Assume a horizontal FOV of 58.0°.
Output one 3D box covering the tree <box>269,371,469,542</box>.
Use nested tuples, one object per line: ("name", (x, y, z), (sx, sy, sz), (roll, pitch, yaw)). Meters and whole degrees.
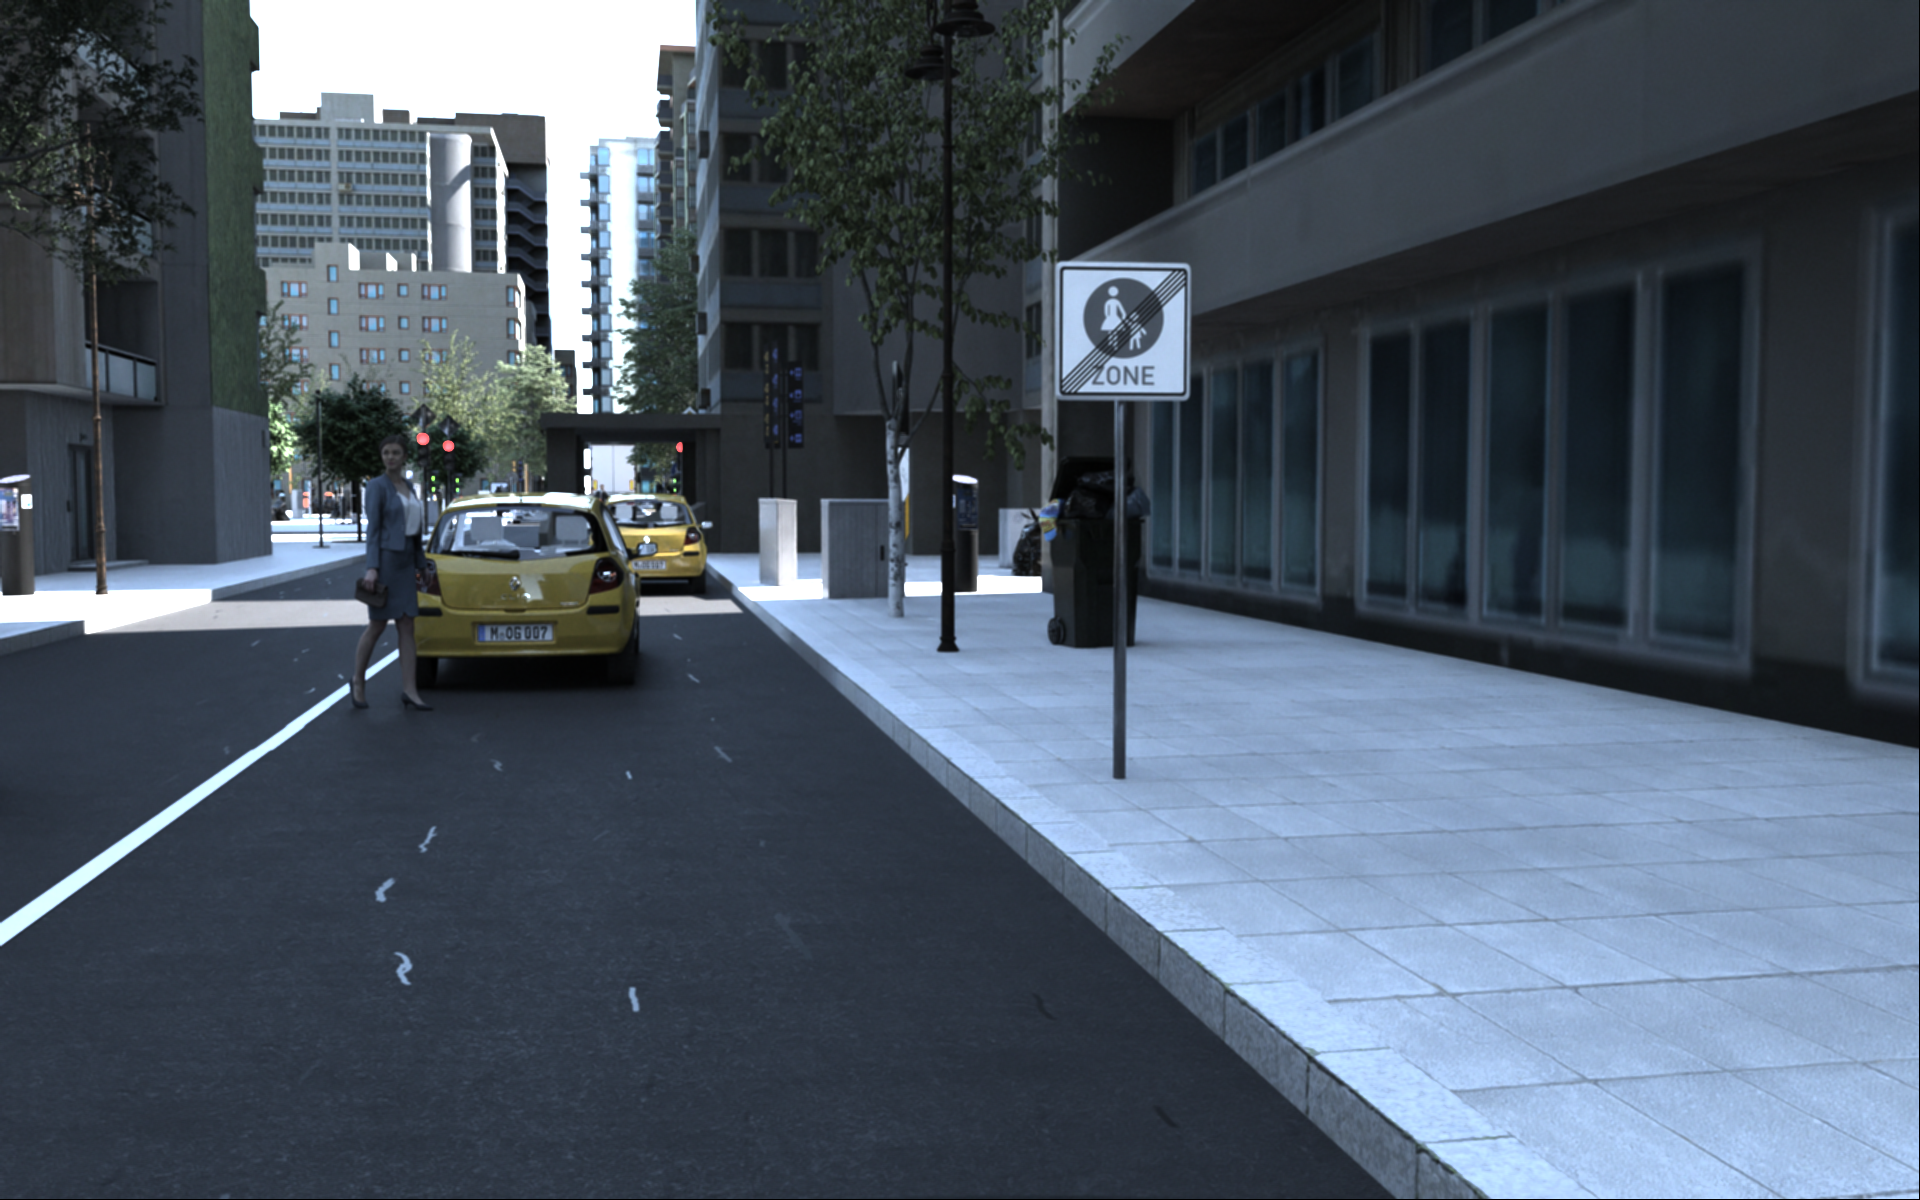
("tree", (-16.209, -3.841, 46.509), (4.285, 4.588, 4.351), (0, 3, 0))

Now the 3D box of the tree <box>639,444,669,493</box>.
("tree", (-19.625, -10.088, 115.297), (4.737, 8.622, 4.395), (0, 3, 0))

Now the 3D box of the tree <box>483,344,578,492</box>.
("tree", (-32.158, -13.014, 130.913), (7.486, 12.596, 7.792), (0, 3, 0))

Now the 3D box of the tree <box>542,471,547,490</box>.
("tree", (-44.574, -12.676, 190.973), (4.285, 4.588, 4.351), (0, 3, 0))

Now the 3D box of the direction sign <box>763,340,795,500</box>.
("direction sign", (-2.820, -2.078, 25.971), (0.379, 3.537, 0.876), (-1, 4, -20))

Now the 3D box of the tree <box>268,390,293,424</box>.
("tree", (-47.016, -10.224, 117.525), (4.360, 8.622, 3.978), (0, 3, 0))

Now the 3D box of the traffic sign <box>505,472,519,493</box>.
("traffic sign", (-25.290, -5.974, 97.776), (0.768, 2.556, 0.104), (0, 4, -5))

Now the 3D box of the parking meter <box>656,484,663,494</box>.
("parking meter", (-17.990, -5.990, 103.639), (0.255, 1.863, 0.399), (3, 5, 40))

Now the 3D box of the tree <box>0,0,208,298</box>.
("tree", (-10.293, -4.925, 14.943), (7.601, 10.594, 8.767), (-1, 4, -20))

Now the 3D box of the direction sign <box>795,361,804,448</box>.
("direction sign", (-3.008, -2.308, 29.726), (0.876, 3.537, 0.379), (3, 4, 37))

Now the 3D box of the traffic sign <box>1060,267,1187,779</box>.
("traffic sign", (0.718, -0.343, 7.746), (0.606, 2.300, 0.079), (0, 4, -7))

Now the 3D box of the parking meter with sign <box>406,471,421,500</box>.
("parking meter with sign", (-41.468, -8.313, 132.185), (0.543, 3.016, 1.738), (1, 4, 17))

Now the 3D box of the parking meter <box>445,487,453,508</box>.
("parking meter", (-22.052, -4.222, 74.733), (0.255, 1.863, 0.399), (0, 4, 3))

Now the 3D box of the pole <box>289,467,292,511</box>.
("pole", (-50.343, -8.347, 130.322), (0.158, 3.312, 0.155), (0, 3, 0))

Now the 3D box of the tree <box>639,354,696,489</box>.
("tree", (-13.883, -8.284, 85.812), (4.360, 8.622, 3.978), (0, 3, 0))

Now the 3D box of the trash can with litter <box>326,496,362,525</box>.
("trash can with litter", (-25.963, -3.766, 72.624), (1.678, 1.210, 2.233), (-1, 4, -20))

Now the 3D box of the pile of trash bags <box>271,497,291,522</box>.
("pile of trash bags", (-32.663, -4.312, 80.258), (3.447, 1.369, 1.912), (2, 4, 32))

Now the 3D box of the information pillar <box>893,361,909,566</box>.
("information pillar", (-1.059, -2.418, 30.887), (0.183, 3.616, 0.504), (2, 4, 25))

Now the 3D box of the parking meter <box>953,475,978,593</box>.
("parking meter", (0.051, -0.867, 22.593), (0.372, 1.533, 0.369), (0, 3, 0))

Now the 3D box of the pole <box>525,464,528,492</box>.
("pole", (-29.326, -7.544, 117.193), (0.158, 3.312, 0.155), (0, 3, 0))

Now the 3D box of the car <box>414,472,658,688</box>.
("car", (-3.522, -0.251, 14.322), (2.015, 1.641, 3.980), (-1, 4, -10))

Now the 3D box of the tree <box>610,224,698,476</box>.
("tree", (-10.877, -9.487, 73.245), (7.486, 12.596, 7.792), (0, 3, 0))

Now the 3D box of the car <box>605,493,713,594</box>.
("car", (-4.737, -0.978, 26.210), (2.015, 1.641, 3.980), (-1, 4, -10))

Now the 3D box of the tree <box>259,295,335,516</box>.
("tree", (-25.513, -6.872, 62.724), (4.737, 8.622, 4.395), (0, 3, 0))

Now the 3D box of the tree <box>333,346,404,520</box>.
("tree", (-29.858, -8.326, 86.490), (4.360, 8.622, 3.978), (0, 3, 0))

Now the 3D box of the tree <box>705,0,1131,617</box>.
("tree", (-0.603, -4.112, 17.602), (4.737, 8.622, 4.395), (0, 3, 0))

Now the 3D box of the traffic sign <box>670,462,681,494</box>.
("traffic sign", (-10.900, -4.127, 67.589), (0.768, 2.556, 0.104), (0, 4, -8))

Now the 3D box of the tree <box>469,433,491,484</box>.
("tree", (-20.266, -5.157, 68.032), (4.285, 4.588, 4.351), (0, 3, 0))

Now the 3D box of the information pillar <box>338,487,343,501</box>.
("information pillar", (-45.139, -7.442, 126.162), (0.304, 2.012, 0.304), (0, 4, -7))

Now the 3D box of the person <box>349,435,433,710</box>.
("person", (-3.796, -0.184, 11.540), (0.654, 1.822, 0.581), (3, 4, 37))

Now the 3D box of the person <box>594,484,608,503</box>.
("person", (-17.347, -4.641, 83.738), (0.474, 1.900, 0.648), (3, 4, 39))

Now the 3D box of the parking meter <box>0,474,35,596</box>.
("parking meter", (-11.906, -0.822, 21.855), (0.372, 1.533, 0.369), (0, 3, 0))

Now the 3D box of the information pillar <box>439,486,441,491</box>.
("information pillar", (-26.872, -5.172, 89.047), (0.304, 2.012, 0.304), (-2, 4, -26))

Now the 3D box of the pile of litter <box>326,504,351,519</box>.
("pile of litter", (-32.018, -4.652, 90.027), (1.719, 0.858, 1.176), (-1, 4, -17))

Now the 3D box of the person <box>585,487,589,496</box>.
("person", (-15.415, -3.843, 72.002), (0.598, 1.740, 0.731), (1, 4, 18))

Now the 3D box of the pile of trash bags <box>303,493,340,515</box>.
("pile of trash bags", (-39.877, -5.974, 107.434), (1.912, 1.369, 3.447), (0, 4, 4))

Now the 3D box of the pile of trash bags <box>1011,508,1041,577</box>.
("pile of trash bags", (2.631, -1.068, 27.207), (3.447, 1.369, 1.912), (-1, 4, -21))

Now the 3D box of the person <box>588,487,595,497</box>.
("person", (-19.070, -4.921, 89.305), (0.599, 1.781, 0.374), (0, 4, -5))

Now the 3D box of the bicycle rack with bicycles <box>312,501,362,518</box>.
("bicycle rack with bicycles", (-33.249, -4.875, 93.087), (2.852, 0.926, 2.925), (2, 4, 32))

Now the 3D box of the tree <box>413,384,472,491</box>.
("tree", (-34.390, -10.112, 115.691), (4.360, 8.622, 3.978), (0, 3, 0))

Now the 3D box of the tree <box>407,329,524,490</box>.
("tree", (-23.024, -7.823, 78.276), (4.737, 8.622, 4.395), (0, 3, 0))

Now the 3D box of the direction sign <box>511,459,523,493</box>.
("direction sign", (-29.063, -7.441, 113.665), (0.379, 3.537, 0.876), (3, 4, 37))
